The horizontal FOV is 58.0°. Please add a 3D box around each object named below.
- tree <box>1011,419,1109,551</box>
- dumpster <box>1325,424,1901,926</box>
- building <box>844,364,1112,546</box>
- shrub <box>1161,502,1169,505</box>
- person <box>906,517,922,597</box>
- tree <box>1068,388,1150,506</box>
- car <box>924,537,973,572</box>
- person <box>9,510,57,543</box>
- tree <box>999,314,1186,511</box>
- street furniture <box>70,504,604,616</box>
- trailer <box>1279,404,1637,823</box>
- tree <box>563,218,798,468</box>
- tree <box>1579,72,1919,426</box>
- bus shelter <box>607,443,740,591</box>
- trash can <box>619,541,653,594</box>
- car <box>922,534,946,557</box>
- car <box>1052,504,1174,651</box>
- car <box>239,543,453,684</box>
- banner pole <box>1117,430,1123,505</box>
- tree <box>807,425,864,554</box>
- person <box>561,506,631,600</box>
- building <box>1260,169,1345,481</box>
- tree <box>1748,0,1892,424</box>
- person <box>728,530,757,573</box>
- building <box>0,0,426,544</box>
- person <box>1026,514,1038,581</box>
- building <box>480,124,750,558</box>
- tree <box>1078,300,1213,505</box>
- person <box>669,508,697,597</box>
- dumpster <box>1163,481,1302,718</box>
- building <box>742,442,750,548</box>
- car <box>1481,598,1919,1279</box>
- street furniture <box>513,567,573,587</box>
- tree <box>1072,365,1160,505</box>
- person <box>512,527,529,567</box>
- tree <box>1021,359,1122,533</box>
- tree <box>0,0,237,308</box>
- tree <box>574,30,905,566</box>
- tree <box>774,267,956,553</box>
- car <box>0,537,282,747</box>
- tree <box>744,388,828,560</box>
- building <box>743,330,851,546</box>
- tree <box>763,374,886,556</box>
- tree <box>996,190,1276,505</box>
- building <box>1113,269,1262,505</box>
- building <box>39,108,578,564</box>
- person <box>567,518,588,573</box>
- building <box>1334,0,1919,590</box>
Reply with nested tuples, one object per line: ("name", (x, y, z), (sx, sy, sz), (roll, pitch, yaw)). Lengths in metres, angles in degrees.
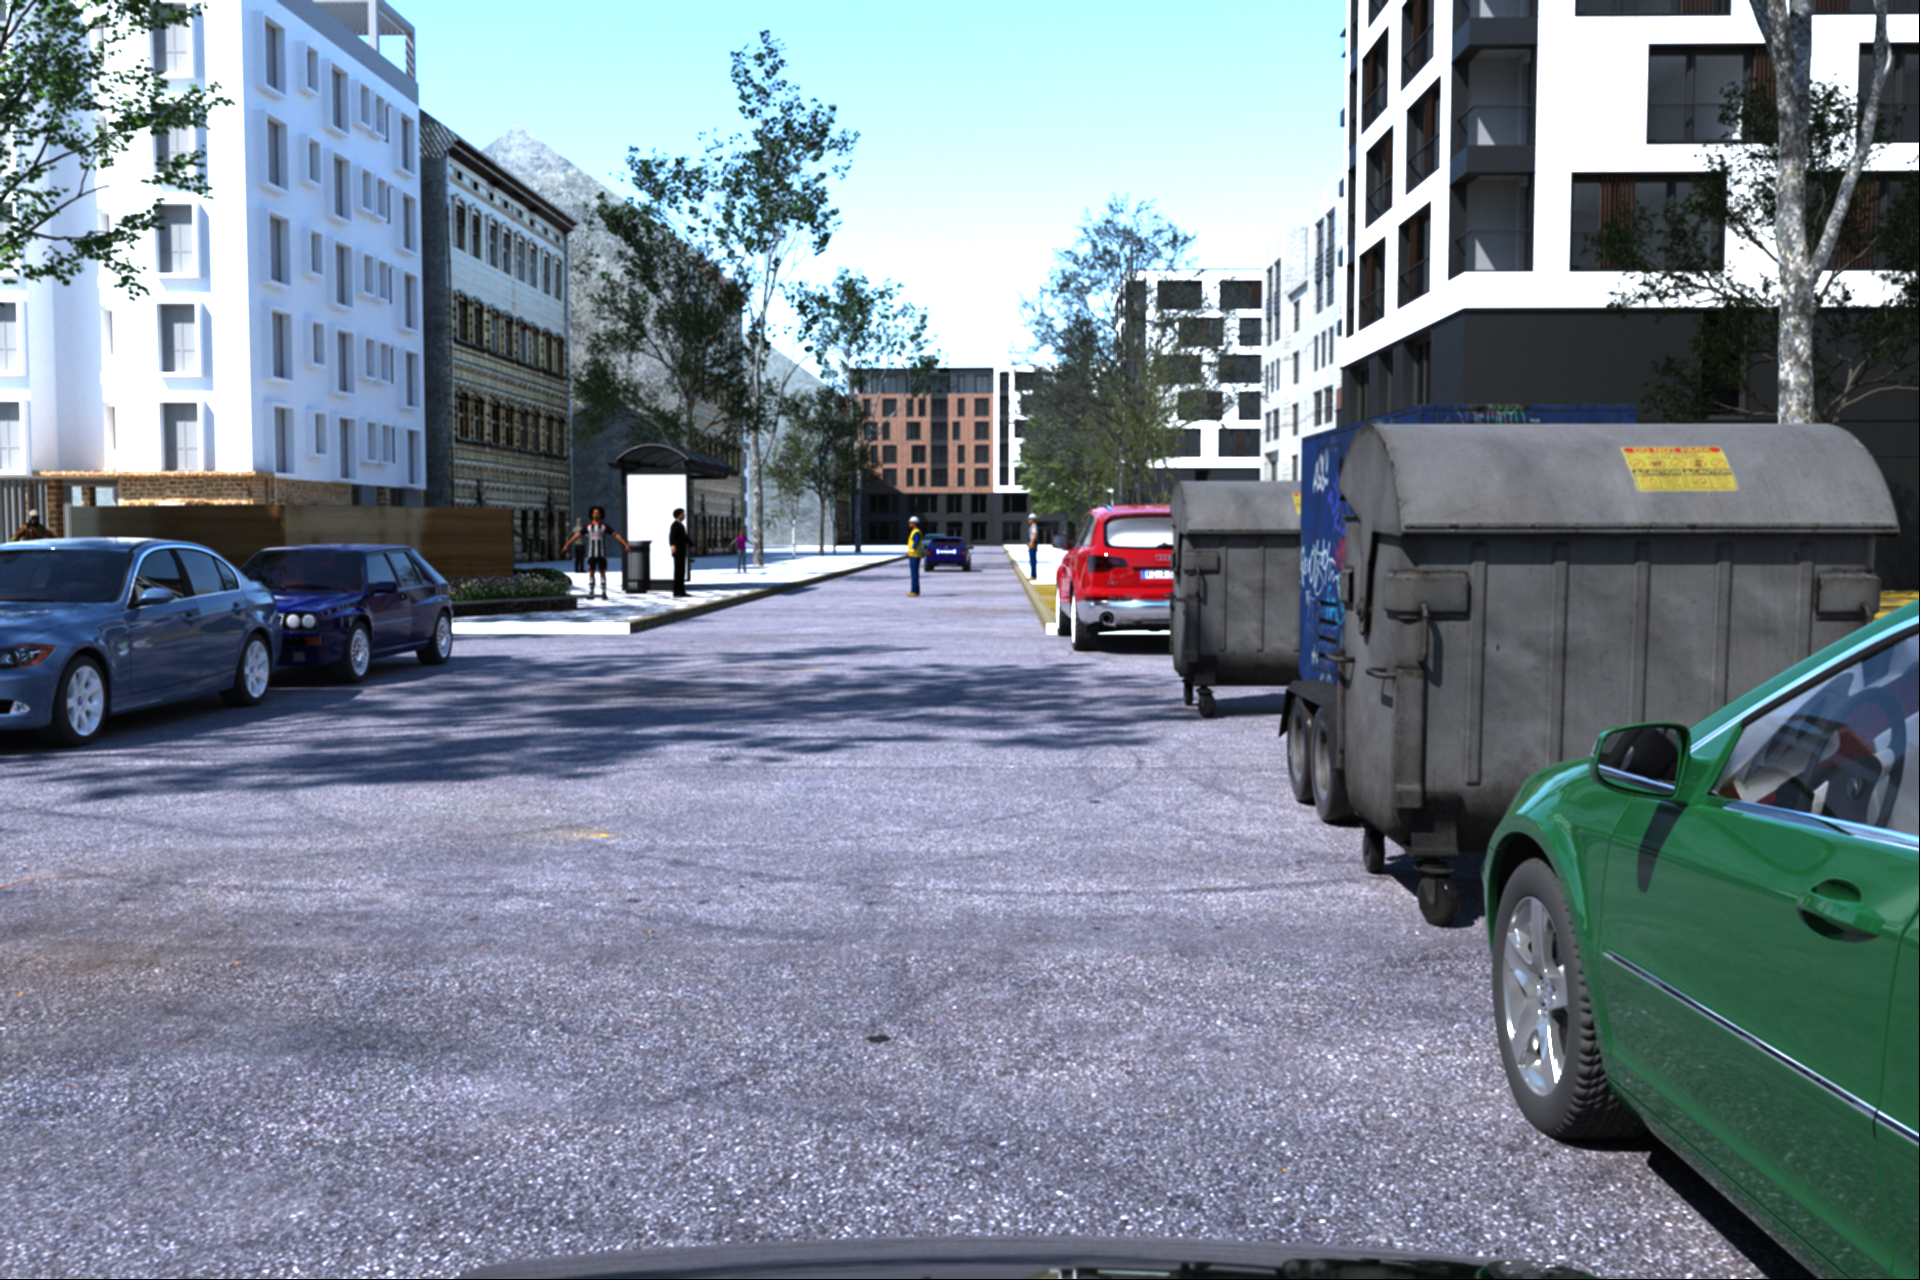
("tree", (7.553, -12.979, 130.332), (7.486, 12.596, 7.792), (0, 3, 0))
("dumpster", (2.454, 0.087, 6.786), (1.865, 1.857, 1.264), (0, 4, 1))
("building", (2.828, -22.935, 221.419), (32.646, 21.610, 27.936), (0, 4, 4))
("shrub", (4.513, -2.002, 36.773), (1.661, 2.075, 1.752), (0, 3, 0))
("person", (-1.075, -1.921, 39.834), (0.705, 1.833, 1.349), (0, 4, -5))
("tree", (6.899, -8.173, 83.984), (4.360, 8.622, 3.978), (0, 3, 0))
("car", (-0.462, -3.332, 67.053), (1.945, 1.354, 3.894), (0, 4, 2))
("person", (-21.775, -2.142, 40.793), (0.705, 1.858, 1.354), (3, 5, 40))
("tree", (7.245, -11.408, 96.883), (12.009, 13.543, 11.850), (0, 3, 0))
("street furniture", (-10.751, -1.249, 27.269), (11.010, 1.723, 9.812), (2, 4, 26))
("trailer", (2.502, -0.156, 9.598), (1.471, 1.999, 3.904), (0, 4, 0))
("tree", (-8.653, -7.205, 52.215), (8.767, 10.594, 7.601), (2, 4, 35))
("tree", (16.636, -6.045, 33.245), (8.767, 10.594, 7.601), (-1, 4, -23))
("bus shelter", (-6.730, -2.905, 41.419), (2.014, 3.302, 5.546), (0, 4, 3))
("trash can", (-7.018, -1.581, 37.505), (0.748, 1.137, 0.748), (0, 3, 0))
("car", (-1.544, -5.849, 107.421), (2.131, 1.459, 4.920), (0, 4, 2))
("car", (2.381, -0.863, 22.783), (2.281, 1.827, 5.304), (0, 4, 0))
("car", (-6.563, -0.319, 17.798), (1.945, 1.354, 3.894), (0, 4, 2))
("banner pole", (3.852, -3.158, 41.646), (0.401, 3.779, 0.863), (0, 4, 2))
("tree", (-8.066, -9.844, 111.310), (4.360, 8.622, 3.978), (0, 3, 0))
("person", (-7.123, -1.702, 33.979), (1.345, 1.843, 0.704), (0, 4, -5))
("building", (26.942, -13.821, 92.435), (16.747, 18.905, 31.486), (0, 4, 1))
("tree", (7.749, -9.928, 18.213), (12.611, 20.169, 13.585), (0, 3, 0))
("person", (-7.259, -2.967, 57.774), (0.991, 1.433, 0.599), (-2, 4, -24))
("building", (-25.277, -11.932, 51.516), (16.016, 20.090, 11.380), (0, 4, 2))
("person", (1.988, -2.572, 47.906), (0.705, 1.847, 1.347), (0, 3, 0))
("building", (-23.461, -16.606, 102.443), (19.493, 23.208, 18.063), (0, 4, 2))
("tree", (6.420, -6.333, 53.914), (4.360, 8.622, 3.978), (0, 3, 0))
("person", (-5.678, -1.777, 35.243), (0.705, 1.806, 1.347), (1, 4, 10))
("dumpster", (2.619, -0.350, 13.946), (1.865, 1.857, 1.264), (0, 4, 0))
("building", (-24.050, -13.399, 161.227), (9.099, 9.664, 28.070), (0, 4, 0))
("car", (2.280, 0.555, 2.732), (2.131, 1.459, 4.920), (0, 3, 0))
("street furniture", (-12.423, -1.493, 40.032), (5.734, 0.657, 10.072), (0, 4, 5))
("tree", (7.133, -7.635, 75.195), (4.360, 8.622, 3.978), (0, 3, 0))
("person", (-15.514, -3.257, 59.527), (1.348, 1.796, 0.705), (-1, 4, -15))
("tree", (7.309, -11.754, 110.305), (7.486, 12.596, 7.792), (0, 3, 0))
("tree", (-13.034, -5.840, 21.235), (9.928, 11.665, 9.643), (0, 3, 0))
("tree", (-8.618, -12.963, 67.829), (12.611, 20.169, 13.585), (0, 3, 0))
("tree", (-6.644, -16.236, 121.354), (12.611, 20.169, 13.585), (0, 3, 0))
("car", (-6.739, -0.072, 13.183), (2.014, 1.417, 4.499), (0, 4, 1))
("tree", (-8.245, -8.348, 86.844), (4.360, 8.622, 3.978), (0, 3, 0))
("building", (-22.466, -22.303, 195.578), (19.493, 23.208, 18.063), (0, 4, 1))
("tree", (-7.715, -10.128, 100.012), (7.601, 10.594, 8.767), (-2, 4, -29))
("tree", (6.381, -9.272, 61.965), (12.009, 13.543, 11.850), (0, 3, 0))
("building", (27.041, -18.704, 149.788), (27.936, 21.610, 32.646), (0, 4, 1))
("building", (-28.477, -14.946, 75.299), (19.493, 23.208, 18.063), (0, 4, 2))
("person", (-12.500, -3.114, 57.039), (1.348, 1.813, 0.705), (2, 4, 33))
("building", (25.718, -12.905, 54.966), (27.936, 21.610, 32.646), (0, 4, 1))
